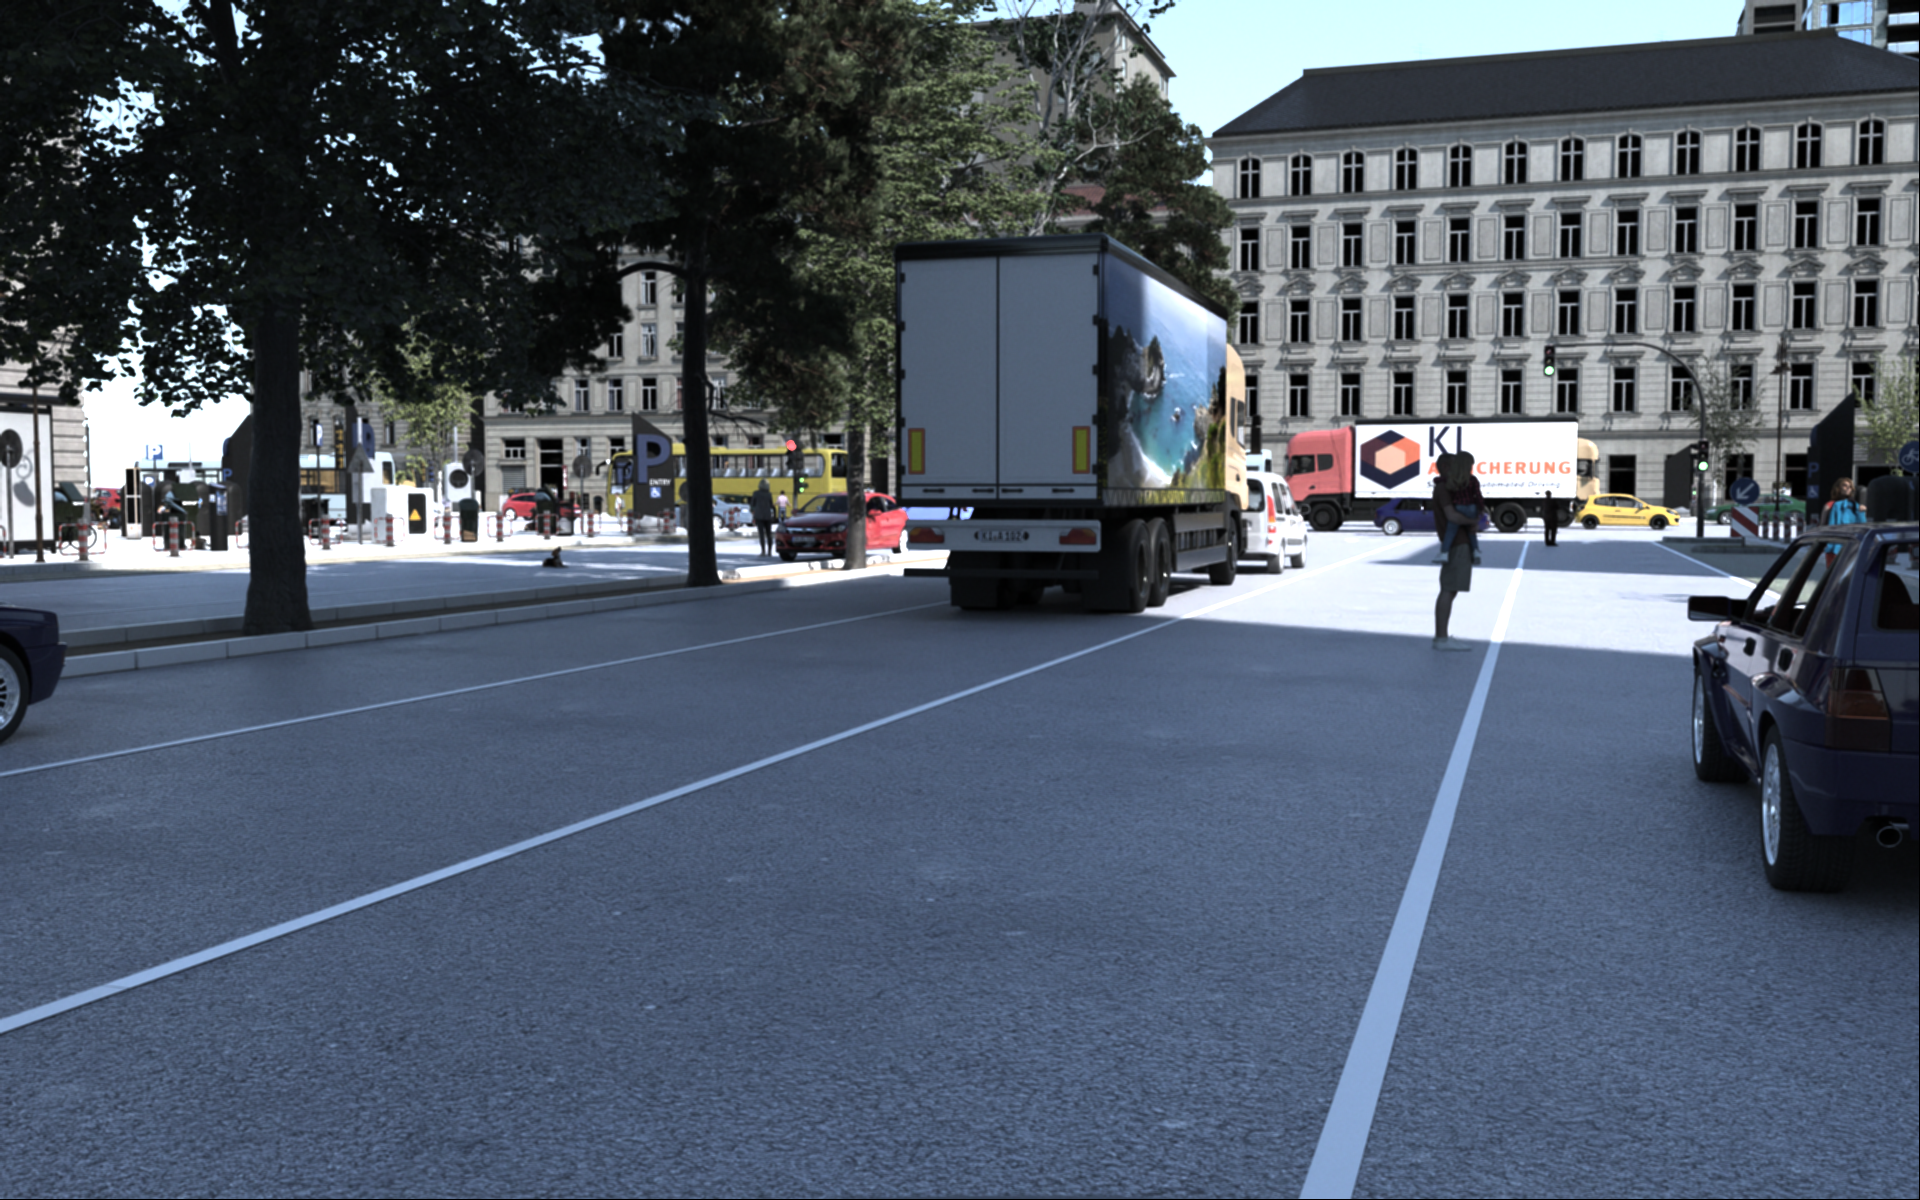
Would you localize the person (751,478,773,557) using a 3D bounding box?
[{"bbox_3d":[-4.552,-1.897,39.700,0.537,1.800,0.526,-1,4,-20],"label":"person"}]

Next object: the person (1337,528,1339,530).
[{"bbox_3d":[15.216,-3.491,69.843,0.475,1.303,0.640,0,4,7],"label":"person"}]

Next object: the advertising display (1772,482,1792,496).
[{"bbox_3d":[43.868,-5.336,92.459,0.974,1.923,0.123,0,4,2],"label":"advertising display"}]

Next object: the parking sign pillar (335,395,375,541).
[{"bbox_3d":[-16.544,-3.631,47.841,1.447,3.967,1.447,0,4,-2],"label":"parking sign pillar"}]

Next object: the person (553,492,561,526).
[{"bbox_3d":[-18.325,-4.149,78.701,0.546,1.535,0.453,2,4,32],"label":"person"}]

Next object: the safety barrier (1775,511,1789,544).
[{"bbox_3d":[21.395,-1.866,44.778,0.300,0.817,1.120,1,4,18],"label":"safety barrier"}]

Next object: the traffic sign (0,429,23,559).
[{"bbox_3d":[-18.684,-2.076,34.044,0.768,2.556,0.104,2,4,27],"label":"traffic sign"}]

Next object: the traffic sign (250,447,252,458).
[{"bbox_3d":[-15.844,-2.402,39.384,0.768,2.556,0.104,1,4,21],"label":"traffic sign"}]

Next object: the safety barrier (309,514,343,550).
[{"bbox_3d":[-14.501,-1.550,39.613,0.300,0.817,1.120,1,4,18],"label":"safety barrier"}]

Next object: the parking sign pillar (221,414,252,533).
[{"bbox_3d":[-24.184,-4.251,57.975,1.447,3.967,1.447,0,4,6],"label":"parking sign pillar"}]

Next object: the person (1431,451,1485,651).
[{"bbox_3d":[4.558,-0.459,15.974,0.573,1.828,0.580,-2,4,-33],"label":"person"}]

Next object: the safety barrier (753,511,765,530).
[{"bbox_3d":[-7.105,-2.897,61.637,0.300,0.817,1.120,1,4,18],"label":"safety barrier"}]

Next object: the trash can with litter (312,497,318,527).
[{"bbox_3d":[-25.265,-3.396,66.917,1.055,1.170,0.624,0,4,7],"label":"trash can with litter"}]

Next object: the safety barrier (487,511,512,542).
[{"bbox_3d":[-12.280,-1.954,46.218,0.300,0.817,1.120,1,4,18],"label":"safety barrier"}]

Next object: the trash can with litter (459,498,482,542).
[{"bbox_3d":[-13.059,-2.135,46.291,0.624,1.170,1.055,-1,4,-19],"label":"trash can with litter"}]

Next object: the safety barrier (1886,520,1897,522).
[{"bbox_3d":[16.946,-1.056,31.533,0.300,0.817,1.120,1,4,18],"label":"safety barrier"}]

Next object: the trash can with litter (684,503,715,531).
[{"bbox_3d":[-9.185,-3.037,61.046,0.624,1.170,1.055,3,5,40],"label":"trash can with litter"}]

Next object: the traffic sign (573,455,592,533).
[{"bbox_3d":[-12.241,-3.424,56.085,0.768,2.556,0.104,2,4,24],"label":"traffic sign"}]

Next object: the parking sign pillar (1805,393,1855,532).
[{"bbox_3d":[23.167,-3.526,46.124,1.447,3.967,1.447,-2,4,-26],"label":"parking sign pillar"}]

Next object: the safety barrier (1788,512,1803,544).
[{"bbox_3d":[20.650,-1.730,42.556,0.300,0.817,1.120,1,4,18],"label":"safety barrier"}]

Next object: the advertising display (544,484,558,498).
[{"bbox_3d":[-25.142,-6.195,106.495,0.123,1.923,0.974,2,4,35],"label":"advertising display"}]

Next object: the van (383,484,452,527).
[{"bbox_3d":[-23.390,-4.024,72.811,4.112,2.044,2.013,1,4,20],"label":"van"}]

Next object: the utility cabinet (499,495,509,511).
[{"bbox_3d":[-28.857,-6.020,109.589,0.306,1.237,1.020,0,4,3],"label":"utility cabinet"}]

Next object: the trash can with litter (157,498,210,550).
[{"bbox_3d":[-17.827,-1.742,39.863,1.055,1.170,0.624,-1,4,-11],"label":"trash can with litter"}]

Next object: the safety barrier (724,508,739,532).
[{"bbox_3d":[-7.841,-2.762,59.440,0.300,0.817,1.120,1,4,18],"label":"safety barrier"}]

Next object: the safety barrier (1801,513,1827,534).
[{"bbox_3d":[19.912,-1.595,40.354,0.300,0.817,1.120,1,4,18],"label":"safety barrier"}]

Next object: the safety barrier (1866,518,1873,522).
[{"bbox_3d":[17.685,-1.190,33.732,0.300,0.817,1.120,1,4,18],"label":"safety barrier"}]

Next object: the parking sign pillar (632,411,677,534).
[{"bbox_3d":[-10.007,-4.165,56.576,1.447,3.967,1.447,-1,4,-23],"label":"parking sign pillar"}]

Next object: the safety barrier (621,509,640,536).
[{"bbox_3d":[-10.060,-2.358,52.826,0.300,0.817,1.120,1,4,18],"label":"safety barrier"}]

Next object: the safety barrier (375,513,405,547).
[{"bbox_3d":[-13.760,-1.684,41.810,0.300,0.817,1.120,1,4,18],"label":"safety barrier"}]

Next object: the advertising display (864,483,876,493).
[{"bbox_3d":[-5.405,-5.869,101.169,0.974,1.923,0.123,1,4,16],"label":"advertising display"}]

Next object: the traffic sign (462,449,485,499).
[{"bbox_3d":[-13.749,-2.984,48.895,0.768,2.556,0.104,2,4,23],"label":"traffic sign"}]

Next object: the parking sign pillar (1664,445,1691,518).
[{"bbox_3d":[38.755,-6.429,93.581,1.447,3.967,1.447,1,4,19],"label":"parking sign pillar"}]

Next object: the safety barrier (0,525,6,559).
[{"bbox_3d":[-17.453,-1.012,30.818,0.300,0.817,1.120,1,4,18],"label":"safety barrier"}]

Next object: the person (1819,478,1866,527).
[{"bbox_3d":[9.978,-0.577,19.638,0.593,1.614,0.444,1,4,15],"label":"person"}]

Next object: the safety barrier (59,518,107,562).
[{"bbox_3d":[-16.714,-1.146,33.014,0.300,0.817,1.120,1,4,18],"label":"safety barrier"}]

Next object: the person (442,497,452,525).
[{"bbox_3d":[-20.125,-3.503,67.842,0.319,1.574,0.516,2,4,24],"label":"person"}]

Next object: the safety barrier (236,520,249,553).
[{"bbox_3d":[-15.239,-1.415,37.417,0.300,0.817,1.120,1,4,18],"label":"safety barrier"}]

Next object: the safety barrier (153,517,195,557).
[{"bbox_3d":[-15.979,-1.281,35.212,0.300,0.817,1.120,1,4,18],"label":"safety barrier"}]

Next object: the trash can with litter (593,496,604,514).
[{"bbox_3d":[-22.834,-5.989,109.310,0.624,1.170,1.055,0,4,-6],"label":"trash can with litter"}]

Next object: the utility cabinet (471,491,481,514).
[{"bbox_3d":[-31.385,-6.333,112.226,0.318,1.500,1.173,-2,4,-35],"label":"utility cabinet"}]

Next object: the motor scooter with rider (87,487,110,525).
[{"bbox_3d":[-36.978,-3.991,74.218,1.986,1.779,0.876,1,4,19],"label":"motor scooter with rider"}]

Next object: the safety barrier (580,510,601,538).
[{"bbox_3d":[-10.796,-2.223,50.628,0.300,0.817,1.120,1,4,18],"label":"safety barrier"}]

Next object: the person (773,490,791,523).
[{"bbox_3d":[-7.537,-3.853,73.449,0.963,1.587,0.435,-2,4,-29],"label":"person"}]

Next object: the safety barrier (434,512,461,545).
[{"bbox_3d":[-13.026,-1.818,44.007,0.300,0.817,1.120,1,4,18],"label":"safety barrier"}]

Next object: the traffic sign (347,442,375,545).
[{"bbox_3d":[-15.011,-2.650,43.333,0.884,2.594,0.081,2,4,23],"label":"traffic sign"}]

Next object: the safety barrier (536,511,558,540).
[{"bbox_3d":[-11.545,-2.088,48.415,0.300,0.817,1.120,1,4,18],"label":"safety barrier"}]

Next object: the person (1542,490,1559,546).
[{"bbox_3d":[16.341,-2.275,47.964,0.388,1.546,0.482,-2,4,-28],"label":"person"}]

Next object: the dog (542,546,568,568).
[{"bbox_3d":[-7.936,-0.845,34.004,0.550,0.427,0.748,0,4,-7],"label":"dog"}]

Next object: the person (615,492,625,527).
[{"bbox_3d":[-14.800,-3.912,75.051,0.503,1.515,0.523,3,4,36],"label":"person"}]

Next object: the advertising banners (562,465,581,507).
[{"bbox_3d":[-23.570,-6.672,105.277,0.090,3.025,2.074,1,4,23],"label":"advertising banners"}]

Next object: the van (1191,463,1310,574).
[{"bbox_3d":[5.465,-1.560,32.516,2.013,2.044,4.112,1,4,20],"label":"van"}]

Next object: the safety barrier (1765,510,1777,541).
[{"bbox_3d":[22.135,-2.000,46.975,0.300,0.817,1.120,1,4,18],"label":"safety barrier"}]

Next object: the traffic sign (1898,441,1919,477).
[{"bbox_3d":[22.832,-2.527,41.419,0.768,2.556,0.104,1,4,22],"label":"traffic sign"}]

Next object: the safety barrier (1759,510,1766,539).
[{"bbox_3d":[22.875,-2.135,49.175,0.300,0.817,1.120,1,4,18],"label":"safety barrier"}]

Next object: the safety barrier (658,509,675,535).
[{"bbox_3d":[-9.319,-2.493,55.031,0.300,0.817,1.120,1,4,18],"label":"safety barrier"}]

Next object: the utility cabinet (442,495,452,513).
[{"bbox_3d":[-34.515,-6.440,116.459,0.306,1.237,1.020,-3,5,-42],"label":"utility cabinet"}]
